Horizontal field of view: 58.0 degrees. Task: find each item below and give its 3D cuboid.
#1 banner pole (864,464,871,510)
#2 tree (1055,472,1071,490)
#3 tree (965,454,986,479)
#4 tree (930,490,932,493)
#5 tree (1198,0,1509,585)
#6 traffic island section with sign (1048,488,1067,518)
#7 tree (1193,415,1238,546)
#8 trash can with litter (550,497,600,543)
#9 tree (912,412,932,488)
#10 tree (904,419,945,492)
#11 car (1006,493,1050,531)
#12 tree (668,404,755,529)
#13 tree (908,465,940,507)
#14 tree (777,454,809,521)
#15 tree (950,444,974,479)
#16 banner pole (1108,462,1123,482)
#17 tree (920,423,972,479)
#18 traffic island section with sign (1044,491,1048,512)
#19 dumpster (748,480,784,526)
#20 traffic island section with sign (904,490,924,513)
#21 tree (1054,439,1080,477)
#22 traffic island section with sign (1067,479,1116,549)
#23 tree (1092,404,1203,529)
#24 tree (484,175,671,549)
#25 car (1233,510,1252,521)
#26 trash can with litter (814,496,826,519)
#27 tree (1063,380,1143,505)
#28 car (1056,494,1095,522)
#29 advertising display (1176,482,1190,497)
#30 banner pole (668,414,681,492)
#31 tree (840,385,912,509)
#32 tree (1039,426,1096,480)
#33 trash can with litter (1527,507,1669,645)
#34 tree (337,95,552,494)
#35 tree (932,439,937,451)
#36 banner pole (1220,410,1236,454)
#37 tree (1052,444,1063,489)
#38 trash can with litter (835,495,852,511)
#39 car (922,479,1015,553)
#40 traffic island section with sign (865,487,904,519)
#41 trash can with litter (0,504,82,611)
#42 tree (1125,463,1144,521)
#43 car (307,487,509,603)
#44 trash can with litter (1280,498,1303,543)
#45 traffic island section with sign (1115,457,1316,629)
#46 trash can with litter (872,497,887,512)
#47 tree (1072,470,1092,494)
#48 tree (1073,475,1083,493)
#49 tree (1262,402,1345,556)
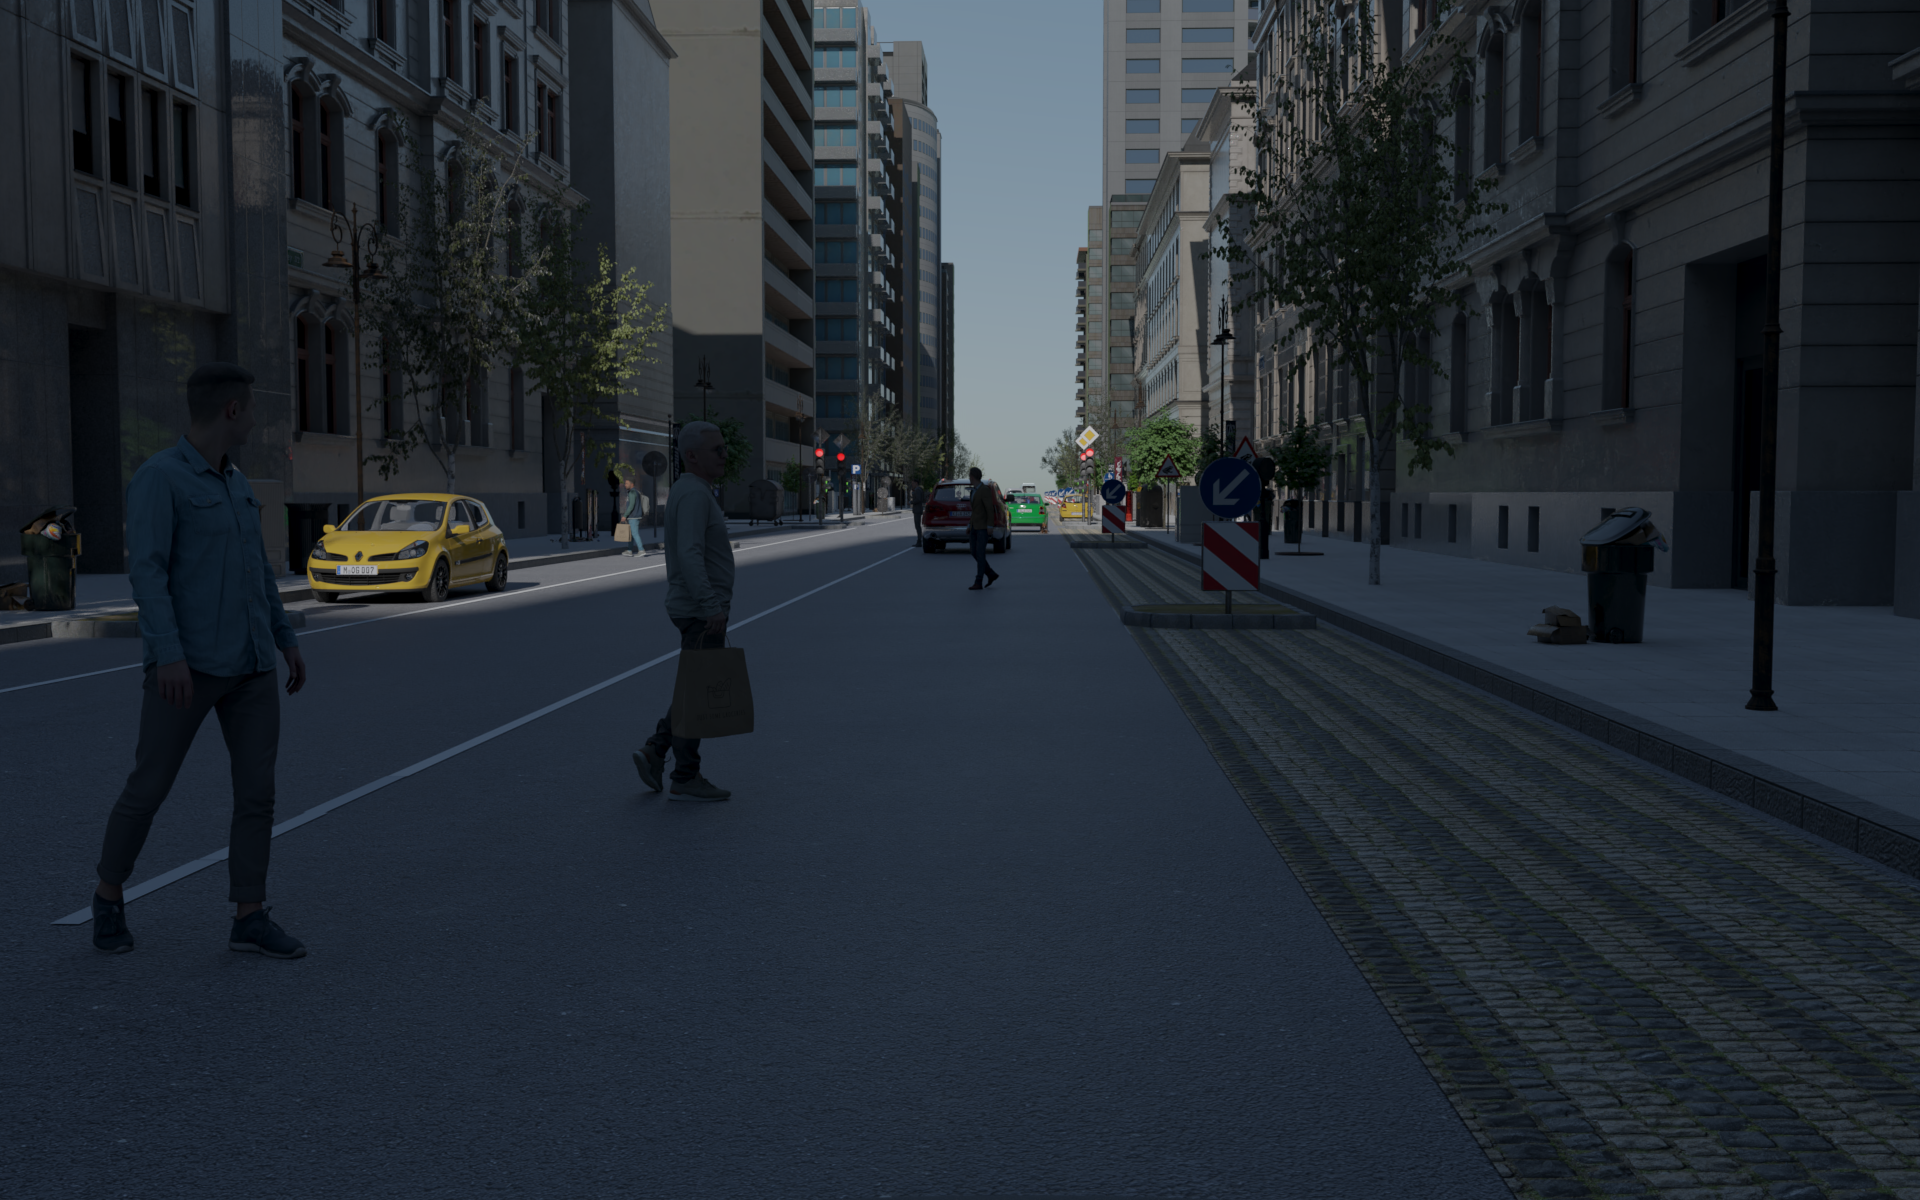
[{"bbox_3d":[-7.693,-9.362,143.085,0.863,3.779,0.401,2,4,29],"label":"banner pole"},{"bbox_3d":[14.302,-13.831,209.843,4.285,4.588,4.351,0,3,0],"label":"tree"},{"bbox_3d":[2.431,-22.000,310.066,4.737,8.622,4.395,0,3,0],"label":"tree"},{"bbox_3d":[-2.831,-12.231,194.573,1.663,3.219,1.824,0,3,0],"label":"tree"},{"bbox_3d":[5.702,-4.514,24.170,4.737,8.622,4.395,0,3,0],"label":"tree"},{"bbox_3d":[6.321,-5.713,102.034,1.989,1.847,2.006,0,4,2],"label":"traffic island section with sign"},{"bbox_3d":[6.228,-2.948,42.793,1.663,3.219,1.824,0,3,0],"label":"tree"},{"bbox_3d":[-10.542,-2.175,46.613,1.678,1.210,2.233,1,4,8],"label":"trash can with litter"},{"bbox_3d":[-5.319,-11.233,134.018,4.360,8.622,3.978,0,3,0],"label":"tree"},{"bbox_3d":[-3.629,-13.388,169.257,4.737,8.622,4.395,0,3,0],"label":"tree"},{"bbox_3d":[2.452,-3.508,66.159,1.959,1.807,4.718,0,4,2],"label":"car"},{"bbox_3d":[-9.109,-4.851,63.024,4.285,4.588,4.351,0,3,0],"label":"tree"},{"bbox_3d":[-3.697,-11.785,176.401,4.285,4.588,4.351,0,3,0],"label":"tree"},{"bbox_3d":[-7.876,-5.406,82.989,1.663,3.219,1.824,0,3,0],"label":"tree"},{"bbox_3d":[0.068,-18.675,255.692,4.360,8.622,3.978,0,3,0],"label":"tree"},{"bbox_3d":[11.009,-8.203,124.136,0.863,3.779,0.401,1,4,12],"label":"banner pole"},{"bbox_3d":[-2.376,-17.915,227.315,8.767,10.594,7.601,1,4,9],"label":"tree"},{"bbox_3d":[7.461,-7.360,128.965,1.989,1.847,2.006,0,4,2],"label":"traffic island section with sign"},{"bbox_3d":[-7.801,-3.903,69.565,1.264,1.857,1.865,0,4,2],"label":"dumpster"},{"bbox_3d":[-3.347,-7.395,129.528,1.989,1.847,2.006,0,4,2],"label":"traffic island section with sign"},{"bbox_3d":[14.099,-16.496,220.077,4.737,8.622,4.395,0,3,0],"label":"tree"},{"bbox_3d":[3.940,-2.293,46.117,1.989,1.847,2.006,0,4,2],"label":"traffic island section with sign"},{"bbox_3d":[7.411,-4.875,63.426,4.285,4.588,4.351,0,3,0],"label":"tree"},{"bbox_3d":[-9.112,-5.491,40.148,4.737,8.622,4.395,0,3,0],"label":"tree"},{"bbox_3d":[13.495,-3.791,73.984,4.499,1.417,2.014,0,4,4],"label":"car"},{"bbox_3d":[-7.193,-4.731,88.734,0.624,1.170,1.055,0,4,-6],"label":"trash can with litter"},{"bbox_3d":[9.358,-9.802,110.624,4.360,8.622,3.978,0,3,0],"label":"tree"},{"bbox_3d":[6.004,-4.865,89.766,2.015,1.641,3.980,0,4,2],"label":"car"},{"bbox_3d":[11.756,-5.268,91.346,0.974,1.923,0.123,-3,5,-40],"label":"advertising display"},{"bbox_3d":[-8.918,-3.917,54.054,0.401,3.779,0.863,-3,5,-42],"label":"banner pole"},{"bbox_3d":[-6.357,-10.246,117.884,4.360,8.622,3.978,0,3,0],"label":"tree"},{"bbox_3d":[14.775,-18.495,236.806,8.767,10.594,7.601,1,4,15],"label":"tree"},{"bbox_3d":[5.477,-0.214,14.885,1.055,1.170,0.624,-1,4,-18],"label":"trash can with litter"},{"bbox_3d":[-9.634,-5.023,32.485,4.360,8.622,3.978,0,3,0],"label":"tree"},{"bbox_3d":[-4.439,-12.132,148.727,4.360,8.622,3.978,0,3,0],"label":"tree"},{"bbox_3d":[7.943,-3.766,51.590,0.863,3.779,0.401,-3,5,-40],"label":"banner pole"},{"bbox_3d":[12.640,-14.978,195.248,4.360,8.622,3.978,0,3,0],"label":"tree"},{"bbox_3d":[-8.922,-7.179,128.432,2.233,1.210,1.678,-1,4,-15],"label":"trash can with litter"},{"bbox_3d":[0.216,-2.133,43.545,2.281,1.827,5.304,0,4,4],"label":"car"},{"bbox_3d":[-4.515,-5.701,101.843,1.989,1.847,2.006,0,4,2],"label":"traffic island section with sign"},{"bbox_3d":[-10.257,-0.470,19.072,1.055,1.170,0.624,0,4,6],"label":"trash can with litter"},{"bbox_3d":[8.359,-5.364,82.300,1.663,3.219,1.824,0,3,0],"label":"tree"},{"bbox_3d":[-7.635,-0.851,24.130,2.015,1.641,3.980,0,4,3],"label":"car"},{"bbox_3d":[8.611,-2.066,45.173,0.624,1.170,1.055,0,4,5],"label":"trash can with litter"},{"bbox_3d":[2.797,-0.646,19.186,1.989,1.847,2.006,0,4,2],"label":"traffic island section with sign"},{"bbox_3d":[-5.628,-6.764,121.986,1.055,1.170,0.624,-2,4,-24],"label":"trash can with litter"},{"bbox_3d":[10.778,-8.916,129.485,4.285,4.588,4.351,0,3,0],"label":"tree"},{"bbox_3d":[10.817,-9.583,151.282,1.663,3.219,1.824,0,3,0],"label":"tree"},{"bbox_3d":[7.128,-2.561,36.476,1.663,3.219,1.824,0,3,0],"label":"tree"}]
